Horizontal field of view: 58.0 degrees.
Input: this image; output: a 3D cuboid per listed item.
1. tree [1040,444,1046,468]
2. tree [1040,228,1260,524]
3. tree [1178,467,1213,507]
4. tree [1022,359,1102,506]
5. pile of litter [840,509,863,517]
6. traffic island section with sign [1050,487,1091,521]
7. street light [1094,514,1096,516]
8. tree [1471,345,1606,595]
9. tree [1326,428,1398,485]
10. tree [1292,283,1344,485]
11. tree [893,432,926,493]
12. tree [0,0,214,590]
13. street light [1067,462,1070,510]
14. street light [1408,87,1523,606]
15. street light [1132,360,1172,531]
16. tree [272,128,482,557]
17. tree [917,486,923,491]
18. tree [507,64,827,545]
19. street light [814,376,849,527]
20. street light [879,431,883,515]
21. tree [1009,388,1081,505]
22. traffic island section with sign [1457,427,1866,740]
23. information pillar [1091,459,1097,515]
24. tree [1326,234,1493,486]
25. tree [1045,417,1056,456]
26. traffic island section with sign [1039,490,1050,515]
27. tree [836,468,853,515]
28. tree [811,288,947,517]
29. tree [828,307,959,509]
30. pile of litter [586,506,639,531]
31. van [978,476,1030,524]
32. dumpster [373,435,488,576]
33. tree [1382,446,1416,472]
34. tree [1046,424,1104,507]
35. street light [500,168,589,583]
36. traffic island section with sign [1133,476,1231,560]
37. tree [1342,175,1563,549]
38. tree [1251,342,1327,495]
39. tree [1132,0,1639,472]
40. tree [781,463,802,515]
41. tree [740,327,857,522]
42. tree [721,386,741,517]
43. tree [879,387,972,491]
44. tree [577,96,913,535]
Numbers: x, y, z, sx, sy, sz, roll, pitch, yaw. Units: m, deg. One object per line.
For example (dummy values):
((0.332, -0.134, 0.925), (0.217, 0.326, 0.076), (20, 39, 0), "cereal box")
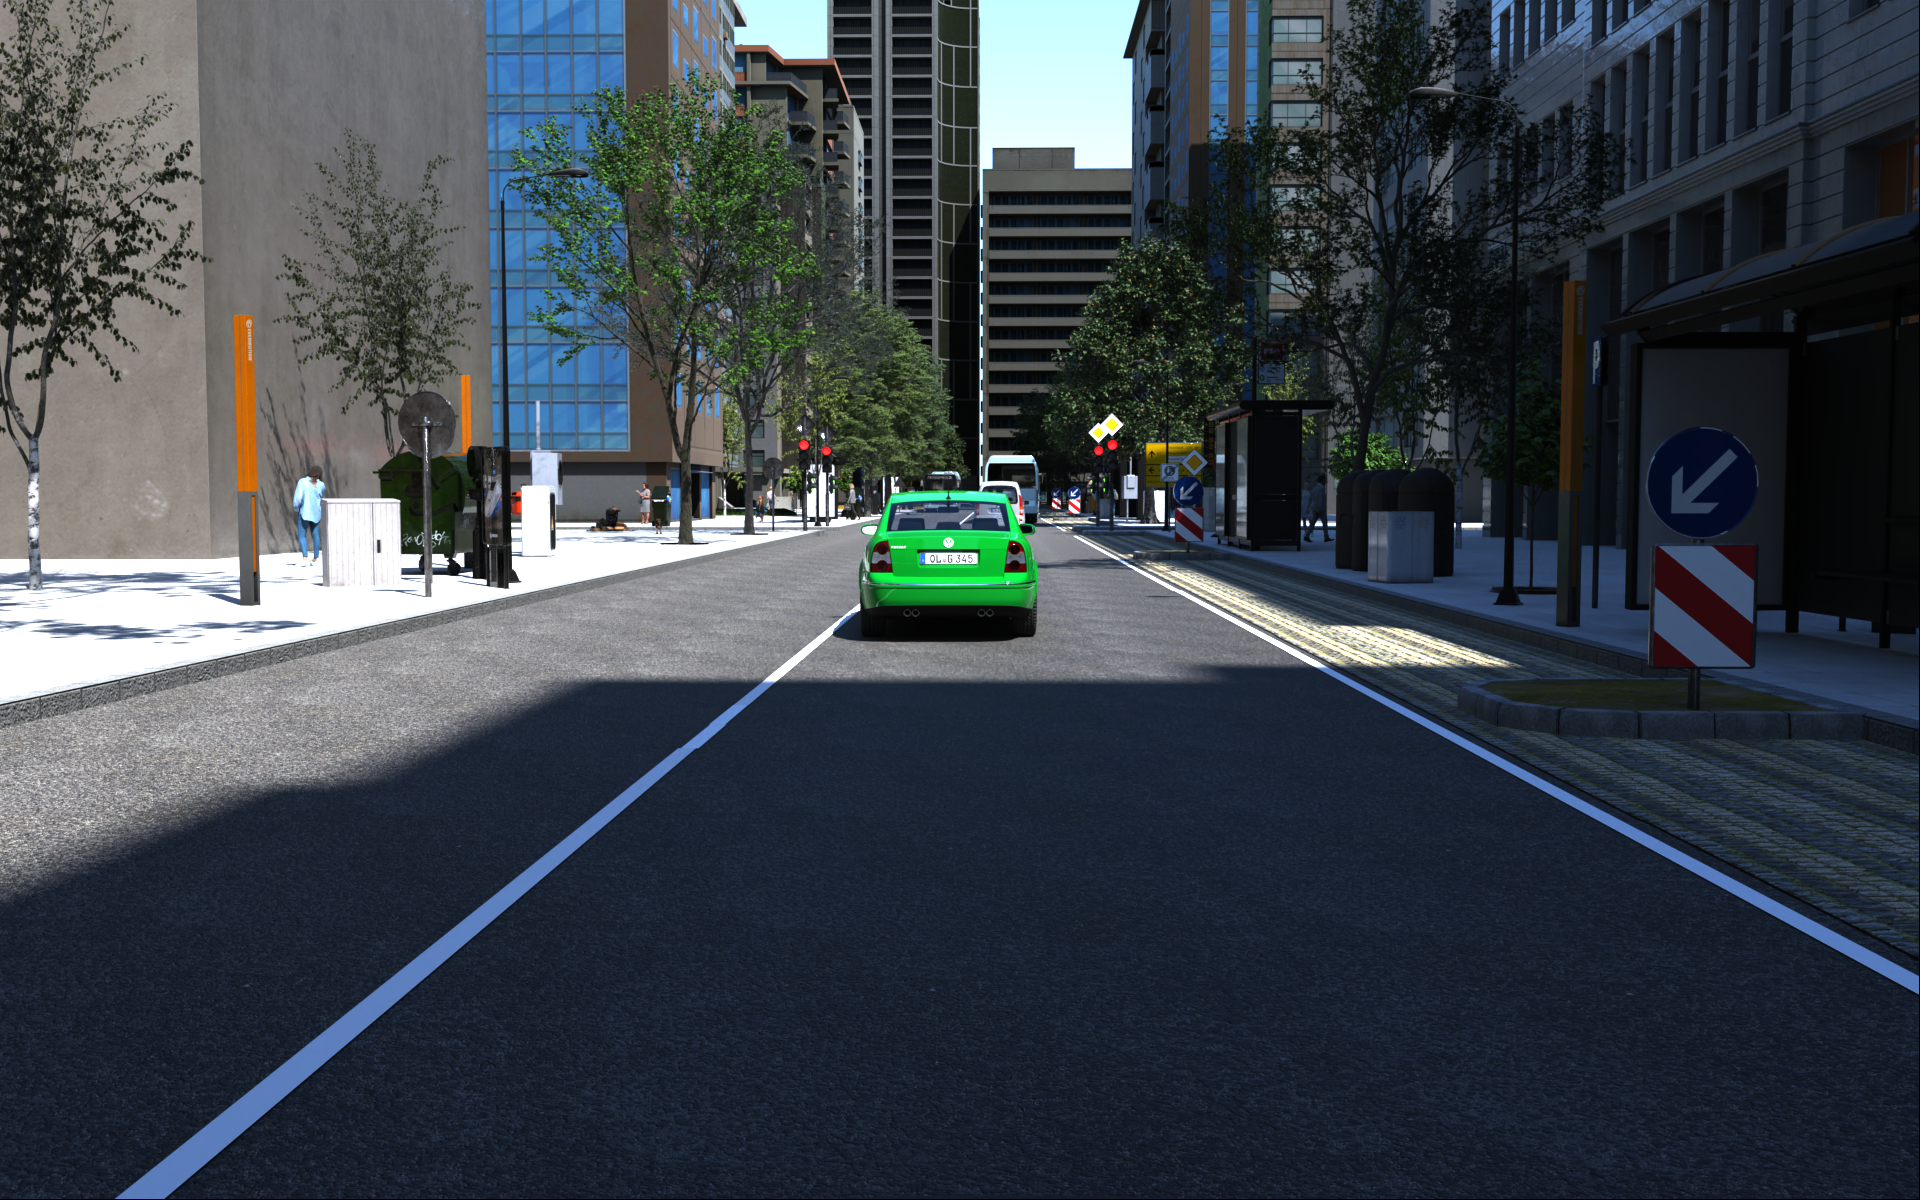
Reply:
((9.816, -13.304, 167.887), (4.360, 8.622, 3.978), (0, 3, 0), "tree")
((8.261, -9.656, 74.880), (9.611, 12.733, 9.660), (0, 3, 0), "tree")
((12.586, -5.850, 90.245), (1.663, 3.219, 1.824), (0, 3, 0), "tree")
((9.858, -12.300, 126.864), (9.928, 11.665, 9.643), (0, 3, 0), "tree")
((-6.004, -5.127, 97.789), (1.719, 0.858, 1.176), (-1, 4, -19), "pile of litter")
((5.992, -5.159, 92.983), (1.989, 1.847, 2.006), (0, 4, 1), "traffic island section with sign")
((7.585, -7.937, 102.309), (1.470, 5.913, 1.316), (0, 4, 1), "street light")
((7.589, -1.709, 22.547), (1.663, 3.219, 1.824), (0, 3, 0), "tree")
((17.916, -5.711, 77.084), (4.285, 4.588, 4.351), (0, 3, 0), "tree")
((13.319, -6.604, 58.333), (4.360, 8.622, 3.978), (0, 3, 0), "tree")
((-4.520, -10.861, 127.932), (4.360, 8.622, 3.978), (0, 3, 0), "tree")
((-12.390, -4.455, 23.200), (4.360, 8.622, 3.978), (0, 3, 0), "tree")
((8.435, -10.393, 142.462), (1.470, 5.913, 1.316), (0, 4, 1), "street light")
((5.821, -2.899, 19.938), (1.470, 5.913, 1.316), (0, 4, 1), "street light")
((6.662, -5.362, 60.203), (1.470, 5.913, 1.316), (0, 4, 1), "street light")
((-11.535, -5.178, 35.015), (4.360, 8.622, 3.978), (0, 3, 0), "tree")
((-3.838, -16.062, 212.977), (4.737, 8.622, 4.395), (0, 3, 0), "tree")
((-7.065, -7.200, 43.483), (9.928, 11.665, 9.643), (0, 3, 0), "tree")
((-5.086, -5.861, 68.369), (1.470, 5.913, 1.316), (0, 4, 1), "street light")
((-4.309, -8.285, 108.005), (1.470, 5.913, 1.316), (0, 4, 1), "street light")
((10.730, -18.361, 206.855), (9.857, 13.997, 8.962), (0, 3, 0), "tree")
((4.289, -0.145, 11.003), (1.989, 1.847, 2.006), (0, 4, 1), "traffic island section with sign")
((8.101, -6.934, 104.723), (0.183, 3.616, 0.504), (-2, 4, -27), "information pillar")
((12.630, -5.998, 48.431), (4.737, 8.622, 4.395), (0, 3, 0), "tree")
((9.042, -10.948, 113.418), (7.601, 10.594, 8.767), (0, 4, 1), "tree")
((6.547, -6.813, 120.015), (1.989, 1.847, 2.006), (0, 4, 1), "traffic island section with sign")
((-6.872, -6.841, 106.447), (1.663, 3.219, 1.824), (0, 3, 0), "tree")
((-4.950, -10.886, 96.111), (7.486, 12.596, 7.792), (0, 3, 0), "tree")
((-4.775, -12.873, 117.137), (9.857, 13.997, 8.962), (0, 3, 0), "tree")
((-12.026, -2.814, 59.970), (1.719, 0.858, 1.176), (0, 4, 7), "pile of litter")
((1.312, -3.092, 57.560), (2.013, 2.044, 4.112), (0, 4, 1), "van")
((-8.452, -1.560, 27.994), (1.502, 2.255, 1.985), (0, 4, 1), "dumpster")
((17.410, -4.562, 69.194), (1.663, 3.219, 1.824), (0, 3, 0), "tree")
((9.744, -11.400, 136.750), (4.360, 8.622, 3.978), (0, 3, 0), "tree")
((-5.995, -3.201, 24.877), (1.470, 5.913, 1.316), (0, 4, 1), "street light")
((4.843, -1.805, 38.136), (1.989, 1.847, 2.006), (0, 4, 1), "traffic island section with sign")
((11.954, -5.511, 40.463), (4.360, 8.622, 3.978), (0, 3, 0), "tree")
((15.684, -8.119, 83.104), (4.737, 8.622, 4.395), (0, 3, 0), "tree")
((7.196, -5.896, 30.816), (8.767, 10.594, 7.601), (-1, 4, -17), "tree")
((-10.283, -6.900, 107.409), (1.663, 3.219, 1.824), (0, 3, 0), "tree")
((-6.260, -7.559, 73.960), (4.737, 8.622, 4.395), (0, 3, 0), "tree")
((-12.990, -8.832, 94.760), (4.737, 8.622, 4.395), (0, 3, 0), "tree")
((-4.134, -17.060, 195.940), (9.611, 12.733, 9.660), (0, 3, 0), "tree")
((-6.573, -8.781, 53.945), (12.009, 13.543, 11.850), (0, 3, 0), "tree")
